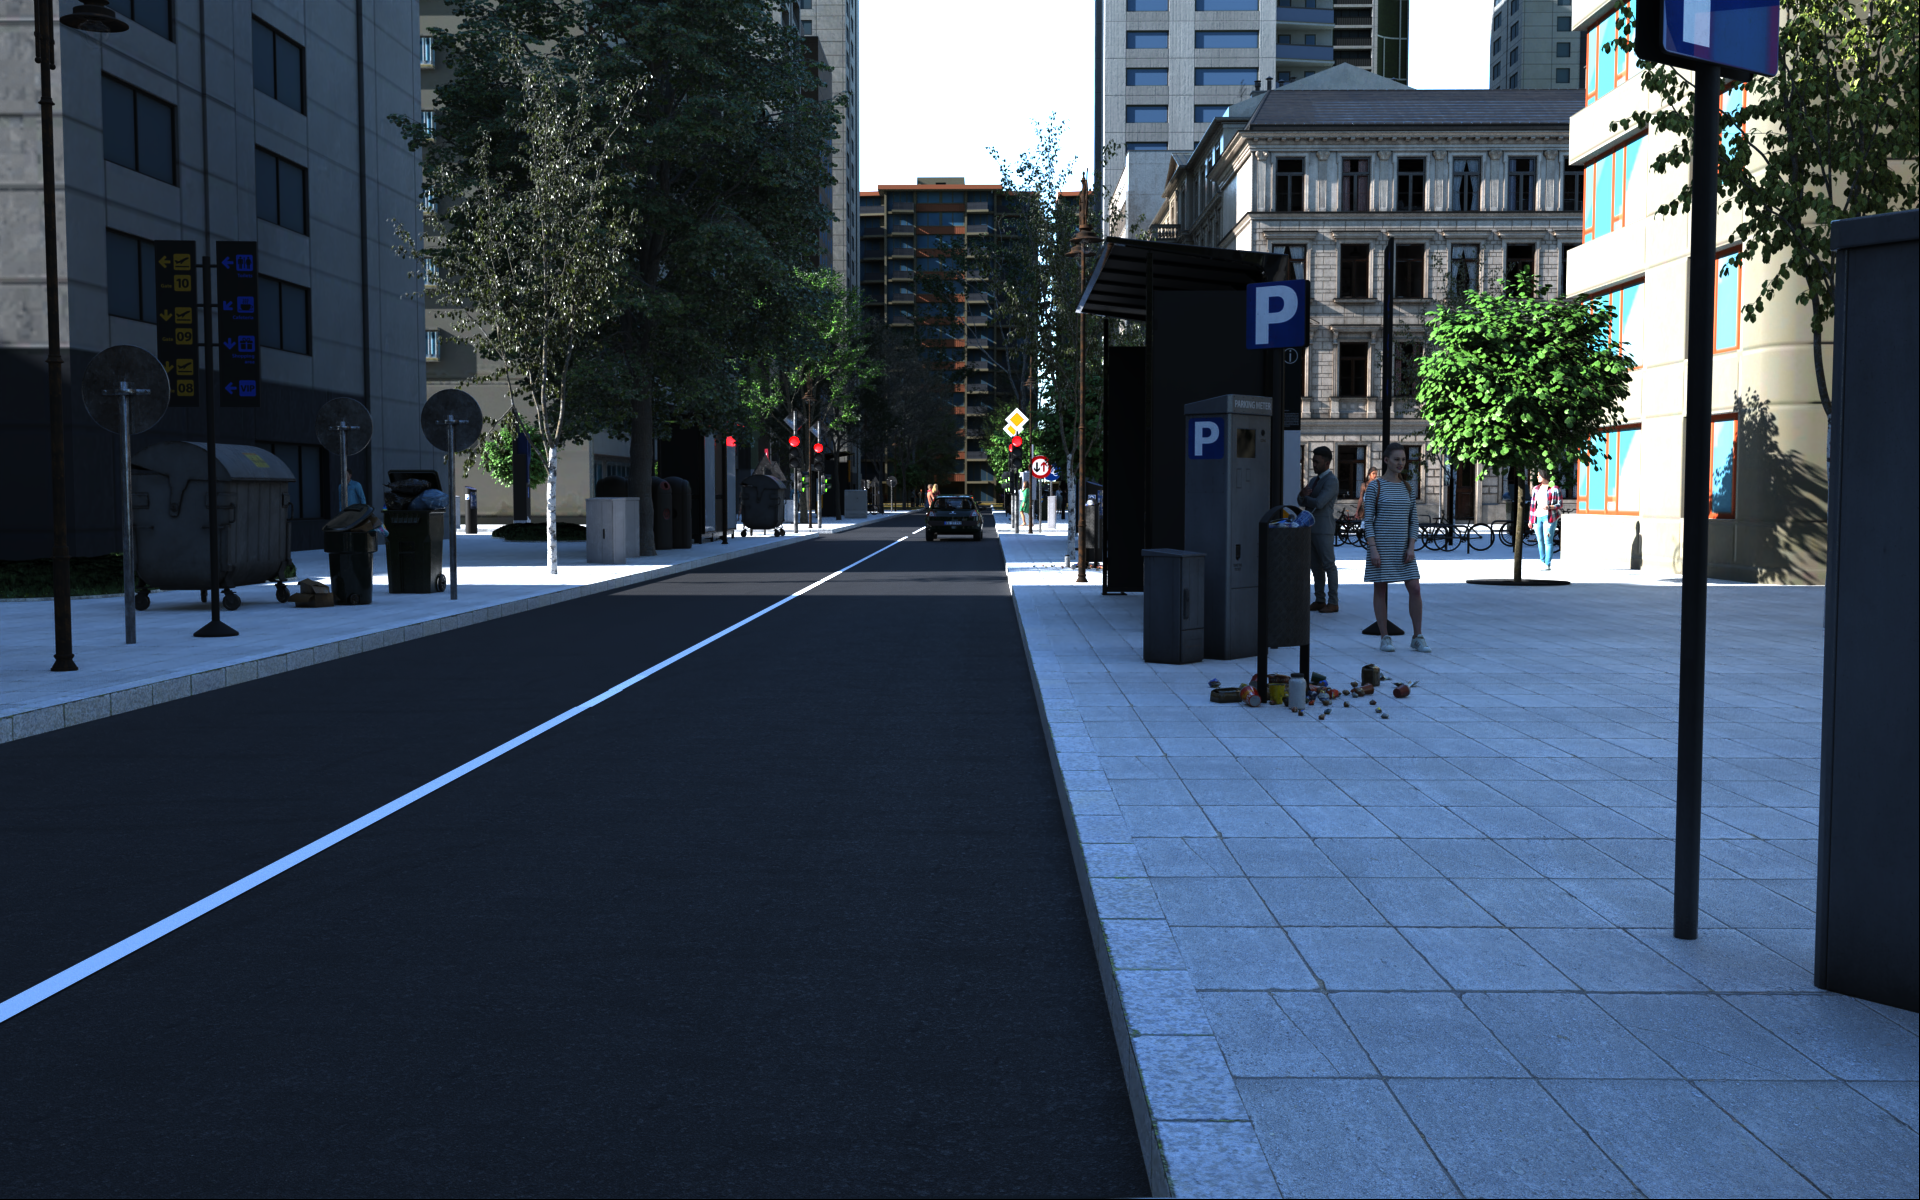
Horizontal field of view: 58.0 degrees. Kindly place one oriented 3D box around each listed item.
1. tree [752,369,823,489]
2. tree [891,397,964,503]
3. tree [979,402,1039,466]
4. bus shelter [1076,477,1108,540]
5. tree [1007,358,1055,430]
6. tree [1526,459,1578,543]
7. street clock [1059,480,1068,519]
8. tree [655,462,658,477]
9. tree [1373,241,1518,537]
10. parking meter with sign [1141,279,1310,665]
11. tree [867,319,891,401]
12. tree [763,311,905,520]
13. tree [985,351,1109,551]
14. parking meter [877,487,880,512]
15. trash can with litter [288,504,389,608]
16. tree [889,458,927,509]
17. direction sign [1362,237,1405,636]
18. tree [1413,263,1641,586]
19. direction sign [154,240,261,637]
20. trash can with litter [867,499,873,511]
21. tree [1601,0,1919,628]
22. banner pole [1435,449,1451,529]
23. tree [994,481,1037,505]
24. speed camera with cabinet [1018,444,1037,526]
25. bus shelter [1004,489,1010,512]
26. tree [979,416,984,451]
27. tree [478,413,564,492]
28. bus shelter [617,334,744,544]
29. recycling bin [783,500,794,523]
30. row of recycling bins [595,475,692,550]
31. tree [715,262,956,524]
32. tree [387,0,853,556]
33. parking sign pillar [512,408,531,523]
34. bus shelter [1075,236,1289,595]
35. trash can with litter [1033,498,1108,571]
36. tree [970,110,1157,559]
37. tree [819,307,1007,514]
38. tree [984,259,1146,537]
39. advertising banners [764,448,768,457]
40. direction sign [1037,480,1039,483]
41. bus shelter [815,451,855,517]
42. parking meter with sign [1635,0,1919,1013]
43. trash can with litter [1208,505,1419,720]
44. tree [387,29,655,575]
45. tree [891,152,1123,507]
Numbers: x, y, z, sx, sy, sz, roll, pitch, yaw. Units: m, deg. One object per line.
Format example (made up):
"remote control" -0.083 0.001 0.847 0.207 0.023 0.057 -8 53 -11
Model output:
"tree" -10.516 -9.343 103.122 4.360 8.622 3.978 0 3 0
"tree" -4.133 -18.688 212.196 9.857 13.997 8.962 0 3 0
"tree" 5.674 -16.145 189.720 9.928 11.665 9.643 0 3 0
"bus shelter" 3.960 -3.157 45.545 2.014 3.302 5.546 0 4 1
"tree" 4.797 -14.907 154.097 12.009 13.543 11.850 0 3 0
"tree" 15.621 -3.155 46.180 1.663 3.219 1.824 0 3 0
"street clock" 5.245 -5.102 87.996 0.471 2.002 0.358 0 4 1
"tree" -8.977 -3.633 54.006 1.663 3.219 1.824 0 3 0
"tree" 14.516 -6.164 51.139 4.360 8.622 3.978 0 3 0
"parking meter with sign" 2.085 -1.063 13.647 0.543 3.016 1.738 3 5 39
"tree" -3.477 -19.390 172.921 12.611 20.169 13.585 0 3 0
"tree" -6.317 -9.225 85.233 7.601 10.594 8.767 -2 4 -25
"tree" 3.155 -3.425 39.714 4.285 4.588 4.351 0 3 0
"parking meter" -5.685 -7.130 122.287 0.399 1.863 0.255 0 4 -1
"trash can with litter" -7.146 -0.521 19.900 0.624 1.170 1.055 2 4 27
"tree" -4.629 -10.257 151.423 4.285 4.588 4.351 0 3 0
"direction sign" 3.881 -1.454 15.776 0.379 3.537 0.876 1 4 10
"tree" 7.967 -2.505 24.674 4.285 4.588 4.351 0 3 0
"direction sign" -6.736 -1.442 15.576 0.876 3.537 0.379 0 4 -5
"trash can with litter" -6.796 -7.130 127.957 1.055 1.170 0.624 0 4 -5
"tree" 8.218 -4.022 16.126 4.737 8.622 4.395 0 3 0
"banner pole" 18.044 -4.550 64.412 0.863 3.779 0.401 -2 4 -30
"tree" 2.999 -5.577 85.793 1.663 3.219 1.824 0 3 0
"speed camera with cabinet" 2.589 -4.606 69.648 0.660 3.252 2.038 -1 4 -9
"bus shelter" 3.981 -8.758 120.820 2.179 5.291 8.768 0 4 1
"tree" 3.611 -10.915 128.822 4.737 8.622 4.395 0 3 0
"tree" -17.587 -5.255 69.629 4.285 4.588 4.351 0 3 0
"bus shelter" -7.409 -4.170 45.819 2.179 5.291 8.768 0 4 1
"recycling bin" -7.738 -3.900 76.311 0.722 1.027 0.722 -2 4 -23
"row of recycling bins" -7.246 -1.987 39.602 1.069 1.692 3.534 1 4 19
"tree" -6.738 -9.087 74.323 9.928 11.665 9.643 0 3 0
"tree" -6.682 -7.897 35.779 9.857 13.997 8.962 0 3 0
"parking sign pillar" -13.964 -4.079 55.165 1.447 3.967 1.447 -1 4 -8
"bus shelter" 2.258 -1.690 18.909 1.731 3.624 6.357 0 4 1
"trash can with litter" 2.274 -1.141 29.716 1.678 1.210 2.233 -1 4 -13
"tree" 2.194 -5.086 33.521 4.360 8.622 3.978 0 3 0
"tree" -5.330 -12.464 114.162 12.009 13.543 11.850 0 3 0
"tree" 3.679 -6.203 51.784 4.737 8.622 4.395 0 3 0
"advertising banners" -7.670 -4.323 66.864 0.090 3.025 2.074 -1 4 -21
"direction sign" 5.628 -8.629 133.077 0.876 3.537 0.379 2 4 24
"bus shelter" -7.057 -6.528 98.019 1.731 3.624 6.357 0 4 1
"parking meter with sign" 2.552 -0.488 4.232 0.543 3.016 1.738 -2 4 -33
"trash can with litter" 2.361 0.003 11.009 1.678 1.210 2.233 3 5 42
"tree" -6.671 -4.724 27.607 4.360 8.622 3.978 0 3 0
"tree" 2.912 -14.872 99.050 12.611 20.169 13.585 0 3 0
